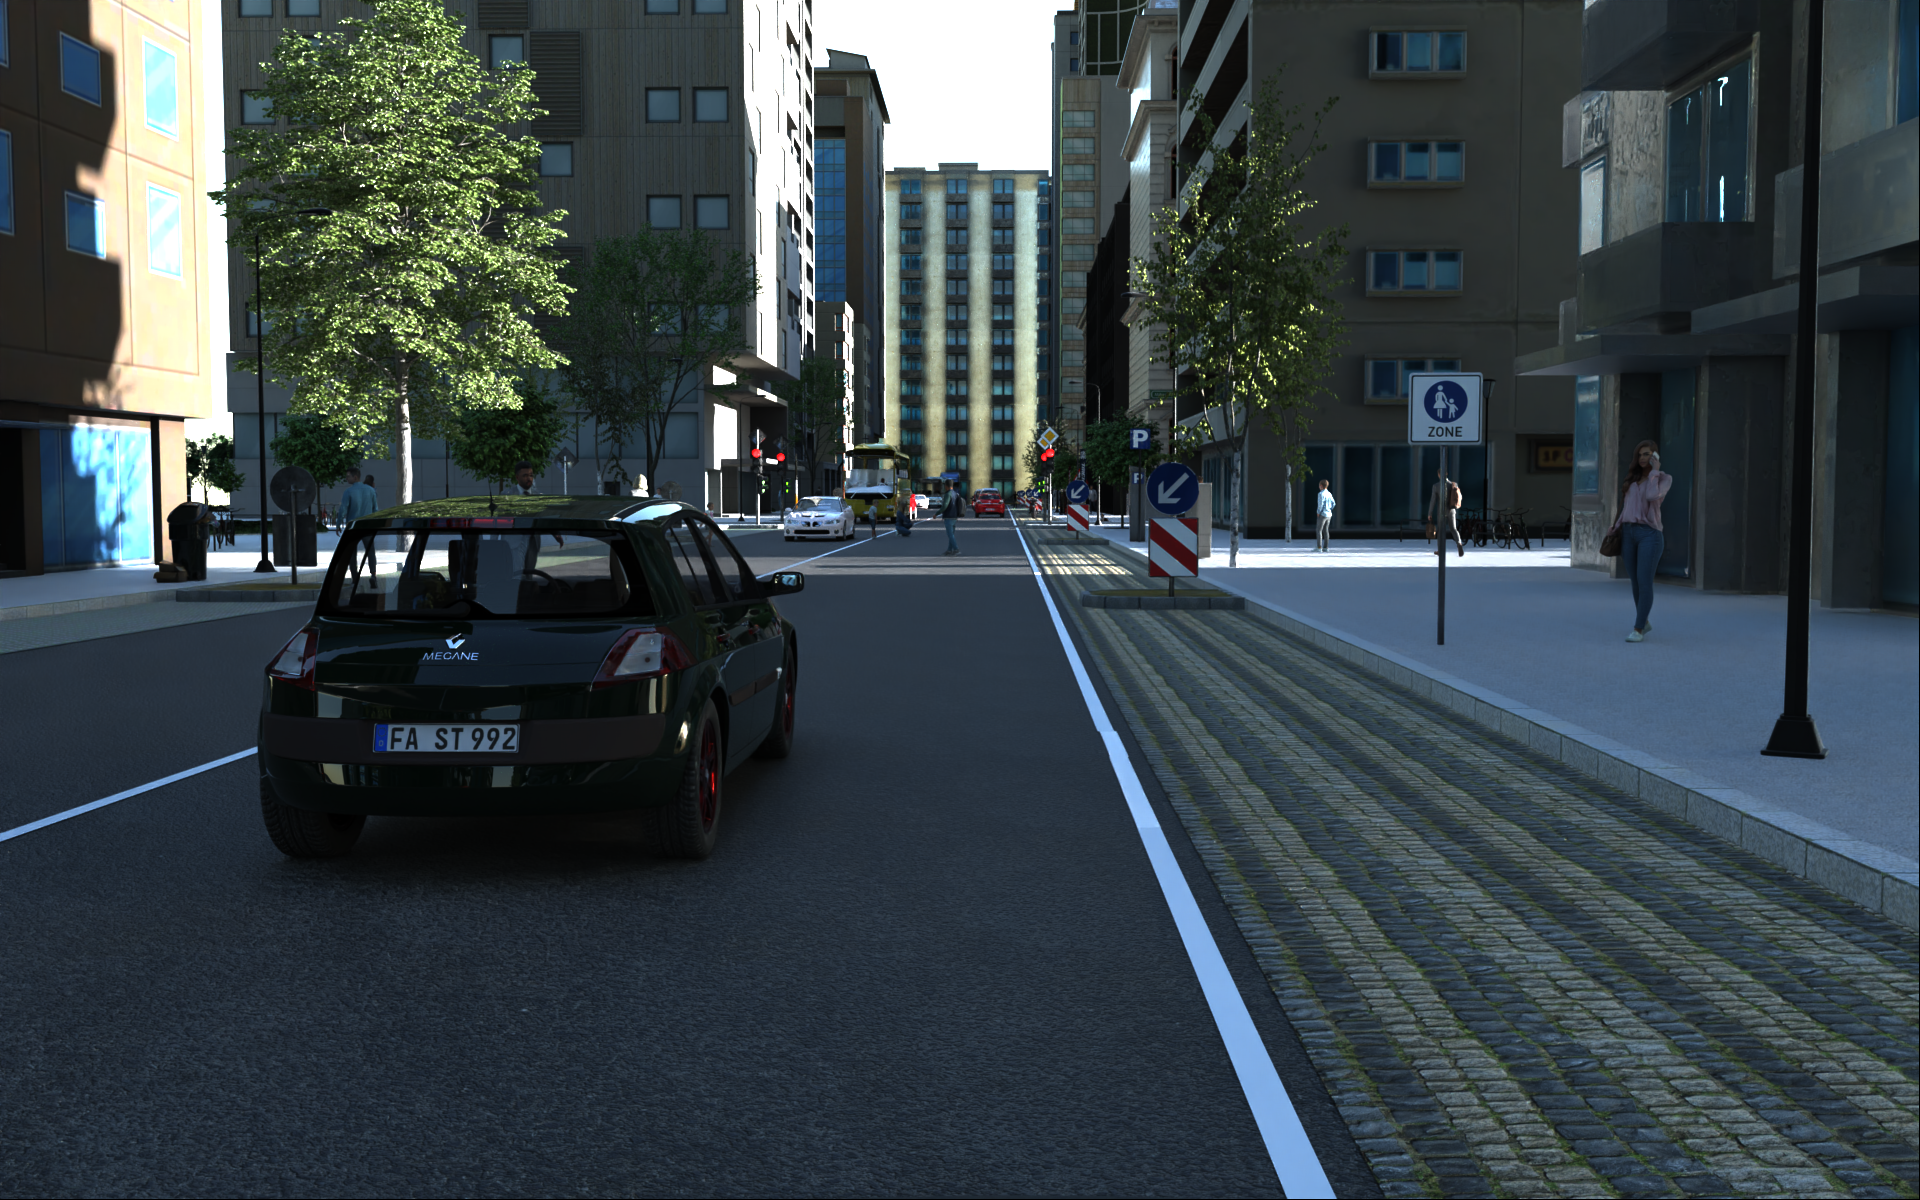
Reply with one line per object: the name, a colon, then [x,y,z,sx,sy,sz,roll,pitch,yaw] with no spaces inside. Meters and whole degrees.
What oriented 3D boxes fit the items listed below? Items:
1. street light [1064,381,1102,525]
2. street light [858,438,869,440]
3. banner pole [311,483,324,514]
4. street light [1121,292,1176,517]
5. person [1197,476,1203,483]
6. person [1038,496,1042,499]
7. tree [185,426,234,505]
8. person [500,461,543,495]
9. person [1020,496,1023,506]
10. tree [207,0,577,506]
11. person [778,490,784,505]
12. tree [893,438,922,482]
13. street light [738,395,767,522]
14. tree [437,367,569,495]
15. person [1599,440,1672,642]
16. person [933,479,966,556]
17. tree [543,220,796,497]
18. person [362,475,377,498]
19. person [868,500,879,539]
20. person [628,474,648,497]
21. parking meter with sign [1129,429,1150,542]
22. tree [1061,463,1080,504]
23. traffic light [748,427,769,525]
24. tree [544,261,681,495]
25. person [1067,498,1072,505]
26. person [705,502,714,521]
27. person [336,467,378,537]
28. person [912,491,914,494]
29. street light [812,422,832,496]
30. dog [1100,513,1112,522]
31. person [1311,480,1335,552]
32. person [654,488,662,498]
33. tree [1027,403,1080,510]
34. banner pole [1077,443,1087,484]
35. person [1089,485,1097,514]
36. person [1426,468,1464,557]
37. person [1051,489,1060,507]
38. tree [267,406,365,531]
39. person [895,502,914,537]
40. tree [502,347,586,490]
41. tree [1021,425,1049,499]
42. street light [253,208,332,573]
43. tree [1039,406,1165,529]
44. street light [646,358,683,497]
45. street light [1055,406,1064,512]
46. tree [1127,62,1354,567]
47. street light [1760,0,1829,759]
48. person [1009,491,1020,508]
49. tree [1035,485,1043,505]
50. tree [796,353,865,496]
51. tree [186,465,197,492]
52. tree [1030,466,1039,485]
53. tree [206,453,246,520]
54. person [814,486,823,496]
street light: [5.152,-6.032,71.167,1.470,5.913,1.316,0,4,1]
street light: [-8.206,-10.437,143.181,1.470,5.913,1.316,0,4,1]
banner pole: [-29.859,-5.514,80.170,0.863,3.779,0.401,0,4,1]
street light: [4.404,-4.127,40.011,1.470,5.913,1.316,0,4,1]
person: [6.887,-2.612,49.026,0.573,1.790,0.520,-1,4,-21]
person: [9.860,-12.921,218.025,0.721,1.735,1.217,-3,5,-39]
tree: [-62.523,-11.133,144.933,11.467,7.101,20.602,0,4,-6]
person: [-4.738,-0.613,18.799,0.678,1.792,0.850,-3,5,-39]
person: [7.109,-11.686,200.241,0.551,1.740,0.621,3,5,45]
tree: [-12.164,-7.303,37.529,7.486,12.596,7.792,0,3,0]
person: [-13.190,-7.444,128.018,0.793,1.790,0.793,0,4,1]
tree: [-6.876,-16.654,222.654,4.737,8.622,4.395,0,3,0]
street light: [-9.702,-6.629,80.928,1.470,5.913,1.316,0,4,1]
tree: [-11.717,-3.721,44.548,4.285,4.588,4.351,0,3,0]
person: [5.985,-0.523,15.187,0.643,1.750,0.593,-2,4,-33]
person: [-0.224,-1.921,40.253,0.721,1.781,0.623,1,4,16]
tree: [-11.415,-8.494,64.635,9.928,11.665,9.643,0,3,0]
person: [-15.702,-2.407,45.670,0.793,1.790,0.793,-1,4,-11]
person: [-2.758,-2.578,55.330,0.352,1.250,0.332,0,3,0]
person: [-6.113,-1.465,32.641,0.526,1.800,0.537,3,5,44]
parking meter with sign: [4.834,-3.100,46.952,0.543,3.016,1.738,0,4,3]
tree: [7.114,-6.989,108.868,1.663,3.219,1.824,0,3,0]
traffic light: [-8.442,-5.103,72.352,0.839,4.253,0.868,0,4,1]
tree: [-11.346,-6.433,55.549,4.360,8.622,3.978,0,3,0]
person: [9.582,-8.992,153.029,0.822,1.834,0.622,-1,4,-22]
person: [-6.768,-2.026,46.639,0.382,1.210,0.505,1,4,17]
person: [-9.108,-1.092,26.220,0.638,1.841,0.748,-2,4,-30]
person: [-5.349,-11.652,199.030,0.705,1.821,1.348,0,4,-5]
street light: [-8.995,-8.533,112.056,1.470,5.913,1.316,0,4,1]
dog: [6.771,-3.840,80.518,0.748,0.427,0.550,-1,4,-10]
person: [8.102,-1.880,38.590,0.589,1.601,0.330,-2,4,-35]
person: [-10.545,-3.202,60.991,0.523,1.515,0.503,2,4,34]
tree: [7.559,-11.580,139.699,4.360,8.622,3.978,0,3,0]
banner pole: [5.888,-5.765,84.271,0.401,3.779,0.863,-3,4,-38]
person: [8.531,-6.428,110.987,0.661,1.843,0.795,3,5,40]
person: [9.999,-1.814,35.665,0.622,1.834,0.822,-1,4,-13]
person: [7.040,-7.338,126.289,0.678,1.792,0.850,-1,4,-15]
tree: [-22.394,-4.693,60.451,4.285,4.588,4.351,0,3,0]
person: [-1.823,-2.722,58.511,0.738,1.151,1.012,1,4,9]
tree: [-20.666,-8.203,84.476,4.737,8.622,4.395,0,3,0]
tree: [8.489,-14.382,185.513,4.737,8.622,4.395,0,3,0]
street light: [-10.878,-3.408,28.265,1.470,5.913,1.316,0,4,1]
tree: [6.106,-4.940,64.491,4.285,4.588,4.351,0,3,0]
street light: [-10.176,-5.312,59.392,1.470,5.913,1.316,0,4,1]
street light: [5.705,-7.298,91.869,1.470,5.913,1.316,0,4,1]
tree: [4.836,-4.895,30.400,4.737,8.622,4.395,0,3,0]
street light: [3.581,-2.193,8.392,1.470,5.913,1.316,0,4,1]
person: [5.651,-10.330,178.212,1.217,1.723,0.721,-1,4,-19]
tree: [9.817,-13.053,208.022,1.663,3.219,1.824,0,3,0]
tree: [-10.502,-12.060,122.944,9.928,11.665,9.643,0,3,0]
tree: [-43.744,-6.295,97.518,1.663,3.219,1.824,0,3,0]
tree: [7.257,-8.306,119.516,4.285,4.588,4.351,0,3,0]
tree: [-34.802,-5.381,82.587,1.663,3.219,1.824,0,3,0]
person: [-10.438,-7.462,127.822,0.659,1.850,0.755,0,4,3]
